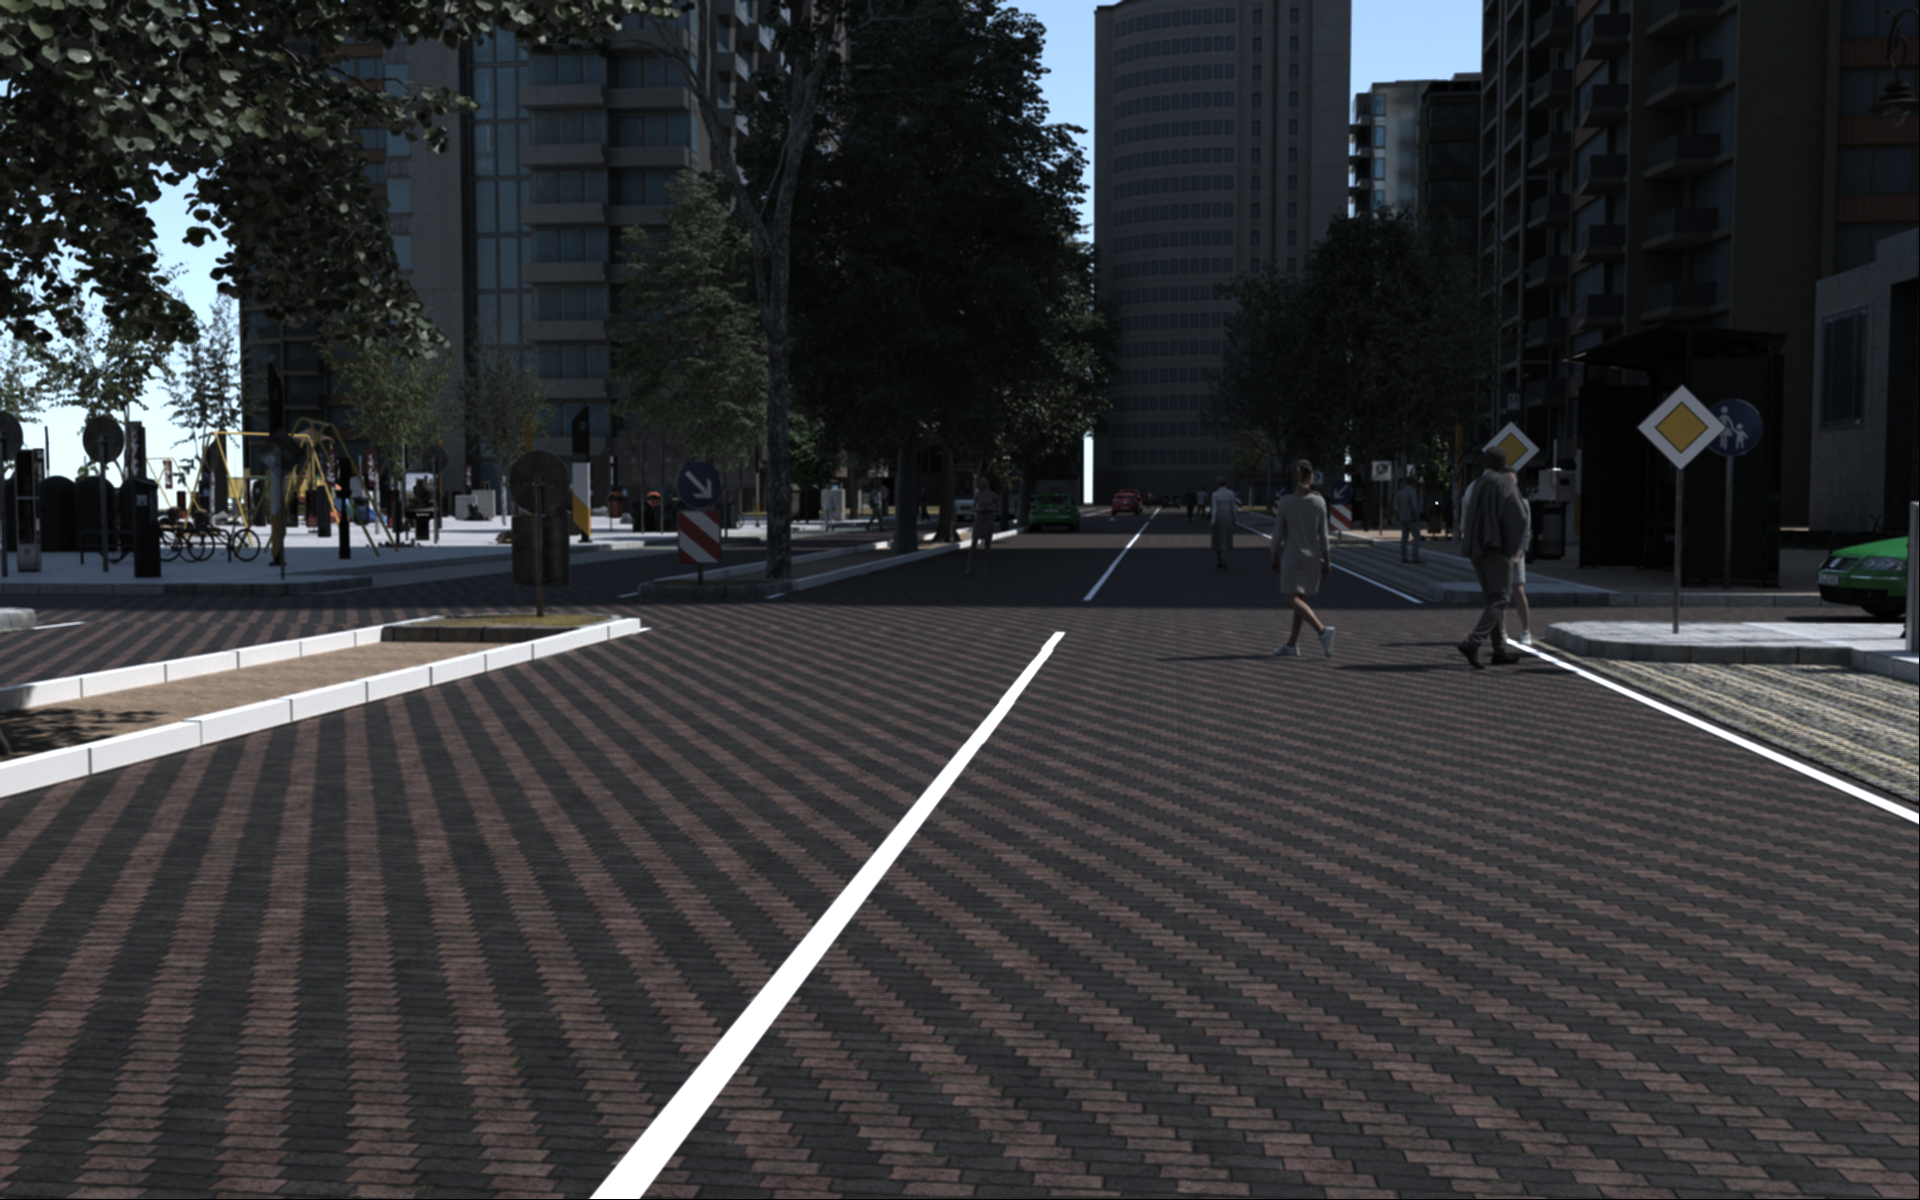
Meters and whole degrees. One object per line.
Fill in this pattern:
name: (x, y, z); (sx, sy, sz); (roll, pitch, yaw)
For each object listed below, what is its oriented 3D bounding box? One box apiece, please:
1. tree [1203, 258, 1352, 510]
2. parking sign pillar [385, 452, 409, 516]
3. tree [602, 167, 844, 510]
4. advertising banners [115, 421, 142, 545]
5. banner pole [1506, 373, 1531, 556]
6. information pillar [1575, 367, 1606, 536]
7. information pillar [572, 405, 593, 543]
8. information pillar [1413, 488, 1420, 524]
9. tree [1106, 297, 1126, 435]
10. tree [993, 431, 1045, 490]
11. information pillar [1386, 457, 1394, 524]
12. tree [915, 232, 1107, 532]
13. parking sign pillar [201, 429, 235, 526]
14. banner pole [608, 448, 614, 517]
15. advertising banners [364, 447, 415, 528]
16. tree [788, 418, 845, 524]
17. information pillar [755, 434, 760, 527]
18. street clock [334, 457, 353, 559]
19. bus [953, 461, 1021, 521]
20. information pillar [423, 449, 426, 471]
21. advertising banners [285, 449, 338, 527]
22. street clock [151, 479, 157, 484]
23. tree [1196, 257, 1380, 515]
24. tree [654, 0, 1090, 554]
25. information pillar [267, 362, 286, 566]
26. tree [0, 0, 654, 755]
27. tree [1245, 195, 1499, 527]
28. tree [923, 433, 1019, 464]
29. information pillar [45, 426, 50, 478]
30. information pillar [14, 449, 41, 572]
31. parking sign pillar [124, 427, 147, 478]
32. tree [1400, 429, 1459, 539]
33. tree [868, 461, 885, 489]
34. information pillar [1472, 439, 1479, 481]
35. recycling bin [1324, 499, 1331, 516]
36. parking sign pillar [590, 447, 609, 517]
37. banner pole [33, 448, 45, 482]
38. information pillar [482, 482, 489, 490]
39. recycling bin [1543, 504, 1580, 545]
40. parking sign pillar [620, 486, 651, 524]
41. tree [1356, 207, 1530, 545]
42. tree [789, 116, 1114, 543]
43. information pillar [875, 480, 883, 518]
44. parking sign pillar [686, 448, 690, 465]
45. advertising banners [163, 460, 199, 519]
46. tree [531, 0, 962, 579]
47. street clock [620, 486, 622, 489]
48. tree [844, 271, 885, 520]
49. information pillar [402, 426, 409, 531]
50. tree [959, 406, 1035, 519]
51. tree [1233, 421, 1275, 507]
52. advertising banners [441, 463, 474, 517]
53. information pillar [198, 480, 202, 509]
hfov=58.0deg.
tree: (25.453, -17.197, 137.055); (12.611, 20.169, 13.585); (0, 3, 0)
parking sign pillar: (-33.205, -6.960, 102.273); (1.447, 3.967, 1.447); (-1, 4, -19)
tree: (-8.889, -8.750, 61.188); (7.486, 12.596, 7.792); (0, 3, 0)
advertising banners: (-20.343, -2.788, 41.776); (2.074, 3.025, 0.090); (2, 4, 30)
banner pole: (11.562, -2.807, 35.912); (0.863, 3.779, 0.401); (-2, 4, -34)
information pillar: (11.574, -2.471, 31.759); (0.504, 3.616, 0.183); (1, 4, 11)
information pillar: (-9.968, -3.319, 45.627); (0.504, 3.616, 0.183); (1, 4, 19)
information pillar: (19.140, -4.180, 72.829); (0.304, 2.012, 0.304); (-1, 4, -9)
tree: (2.810, -10.206, 75.973); (9.857, 13.997, 8.962); (0, 3, 0)
tree: (3.161, -7.983, 83.341); (4.360, 8.622, 3.978); (0, 3, 0)
information pillar: (18.241, -5.015, 73.346); (0.183, 3.616, 0.504); (2, 4, 28)
tree: (1.783, -8.417, 65.836); (9.928, 11.665, 9.643); (0, 3, 0)
parking sign pillar: (-30.629, -5.057, 71.149); (1.447, 3.967, 1.447); (0, 4, 6)
banner pole: (-19.215, -6.441, 95.331); (0.401, 3.779, 0.863); (1, 4, 13)
advertising banners: (-21.315, -4.221, 65.204); (2.074, 3.025, 0.090); (-2, 4, -26)
tree: (-6.607, -5.555, 74.540); (4.285, 4.588, 4.351); (0, 3, 0)
information pillar: (-7.926, -4.671, 67.727); (0.183, 3.616, 0.504); (0, 4, -5)
street clock: (-12.196, -1.817, 34.276); (0.358, 2.002, 0.471); (-2, 4, -31)
bus: (1.463, -6.070, 94.108); (2.948, 3.499, 13.247); (0, 4, 8)
information pillar: (-28.198, -6.108, 91.221); (0.183, 3.616, 0.504); (-1, 4, -9)
advertising banners: (-25.151, -4.338, 67.122); (2.074, 3.025, 0.090); (-1, 4, -13)
street clock: (-38.756, -4.797, 83.004); (0.471, 2.002, 0.358); (-1, 4, -17)
tree: (18.154, -10.912, 88.774); (12.009, 13.543, 11.850); (0, 3, 0)
tree: (-1.321, -8.065, 40.970); (9.857, 13.997, 8.962); (0, 3, 0)
information pillar: (-12.264, -2.431, 31.097); (0.183, 3.616, 0.504); (0, 4, 0)
tree: (-5.546, -6.110, 9.010); (9.857, 13.997, 8.962); (0, 3, 0)
tree: (15.942, -9.177, 67.060); (9.611, 12.733, 9.660); (0, 3, 0)
tree: (1.920, -14.218, 142.839); (12.009, 13.543, 11.850); (0, 3, 0)
information pillar: (-31.155, -4.147, 59.160); (0.183, 3.616, 0.504); (-2, 4, -30)
information pillar: (-15.362, -1.471, 28.537); (0.304, 2.012, 0.304); (-1, 4, -17)
parking sign pillar: (-32.750, -4.913, 68.800); (1.447, 3.967, 1.447); (0, 4, -6)
tree: (13.887, -3.409, 50.344); (1.663, 3.219, 1.824); (0, 3, 0)
tree: (-4.281, -8.966, 96.958); (4.360, 8.622, 3.978); (0, 3, 0)
information pillar: (21.817, -5.016, 73.361); (0.183, 3.616, 0.504); (-1, 4, -10)
recycling bin: (20.275, -5.138, 96.556); (0.722, 1.027, 0.722); (0, 4, 1)
parking sign pillar: (-20.791, -6.798, 99.616); (1.447, 3.967, 1.447); (2, 4, 30)
banner pole: (-44.056, -5.703, 83.254); (0.863, 3.779, 0.401); (-1, 4, -22)
information pillar: (-28.020, -5.985, 102.345); (0.304, 2.012, 0.304); (3, 5, 39)
recycling bin: (15.201, -1.901, 43.638); (0.722, 1.027, 0.722); (-2, 4, -27)
parking sign pillar: (-14.035, -5.295, 75.045); (1.447, 3.967, 1.447); (3, 4, 38)
tree: (12.390, -5.703, 43.602); (4.737, 8.622, 4.395); (0, 3, 0)
tree: (-0.374, -8.032, 50.781); (9.611, 12.733, 9.660); (0, 3, 0)
information pillar: (-4.382, -5.458, 93.738); (0.304, 2.012, 0.304); (1, 4, 20)
parking sign pillar: (-15.954, -6.891, 101.144); (1.447, 3.967, 1.447); (-1, 4, -10)
advertising banners: (-40.612, -5.760, 90.369); (0.090, 3.025, 2.074); (2, 4, 34)
tree: (-4.175, -10.482, 29.731); (12.611, 20.169, 13.585); (0, 3, 0)
street clock: (-19.423, -5.860, 100.383); (0.471, 2.002, 0.358); (1, 4, 18)
tree: (-5.309, -10.258, 85.840); (7.486, 12.596, 7.792); (0, 3, 0)
information pillar: (-19.093, -4.174, 59.600); (0.183, 3.616, 0.504); (-2, 4, -24)
tree: (0.565, -6.470, 58.603); (4.737, 8.622, 4.395); (0, 3, 0)
tree: (28.266, -13.275, 167.403); (4.360, 8.622, 3.978); (0, 3, 0)
advertising banners: (-28.132, -6.147, 96.698); (2.074, 3.025, 0.090); (-2, 4, -34)
information pillar: (-39.538, -5.257, 90.440); (0.304, 2.012, 0.304); (0, 4, 6)
